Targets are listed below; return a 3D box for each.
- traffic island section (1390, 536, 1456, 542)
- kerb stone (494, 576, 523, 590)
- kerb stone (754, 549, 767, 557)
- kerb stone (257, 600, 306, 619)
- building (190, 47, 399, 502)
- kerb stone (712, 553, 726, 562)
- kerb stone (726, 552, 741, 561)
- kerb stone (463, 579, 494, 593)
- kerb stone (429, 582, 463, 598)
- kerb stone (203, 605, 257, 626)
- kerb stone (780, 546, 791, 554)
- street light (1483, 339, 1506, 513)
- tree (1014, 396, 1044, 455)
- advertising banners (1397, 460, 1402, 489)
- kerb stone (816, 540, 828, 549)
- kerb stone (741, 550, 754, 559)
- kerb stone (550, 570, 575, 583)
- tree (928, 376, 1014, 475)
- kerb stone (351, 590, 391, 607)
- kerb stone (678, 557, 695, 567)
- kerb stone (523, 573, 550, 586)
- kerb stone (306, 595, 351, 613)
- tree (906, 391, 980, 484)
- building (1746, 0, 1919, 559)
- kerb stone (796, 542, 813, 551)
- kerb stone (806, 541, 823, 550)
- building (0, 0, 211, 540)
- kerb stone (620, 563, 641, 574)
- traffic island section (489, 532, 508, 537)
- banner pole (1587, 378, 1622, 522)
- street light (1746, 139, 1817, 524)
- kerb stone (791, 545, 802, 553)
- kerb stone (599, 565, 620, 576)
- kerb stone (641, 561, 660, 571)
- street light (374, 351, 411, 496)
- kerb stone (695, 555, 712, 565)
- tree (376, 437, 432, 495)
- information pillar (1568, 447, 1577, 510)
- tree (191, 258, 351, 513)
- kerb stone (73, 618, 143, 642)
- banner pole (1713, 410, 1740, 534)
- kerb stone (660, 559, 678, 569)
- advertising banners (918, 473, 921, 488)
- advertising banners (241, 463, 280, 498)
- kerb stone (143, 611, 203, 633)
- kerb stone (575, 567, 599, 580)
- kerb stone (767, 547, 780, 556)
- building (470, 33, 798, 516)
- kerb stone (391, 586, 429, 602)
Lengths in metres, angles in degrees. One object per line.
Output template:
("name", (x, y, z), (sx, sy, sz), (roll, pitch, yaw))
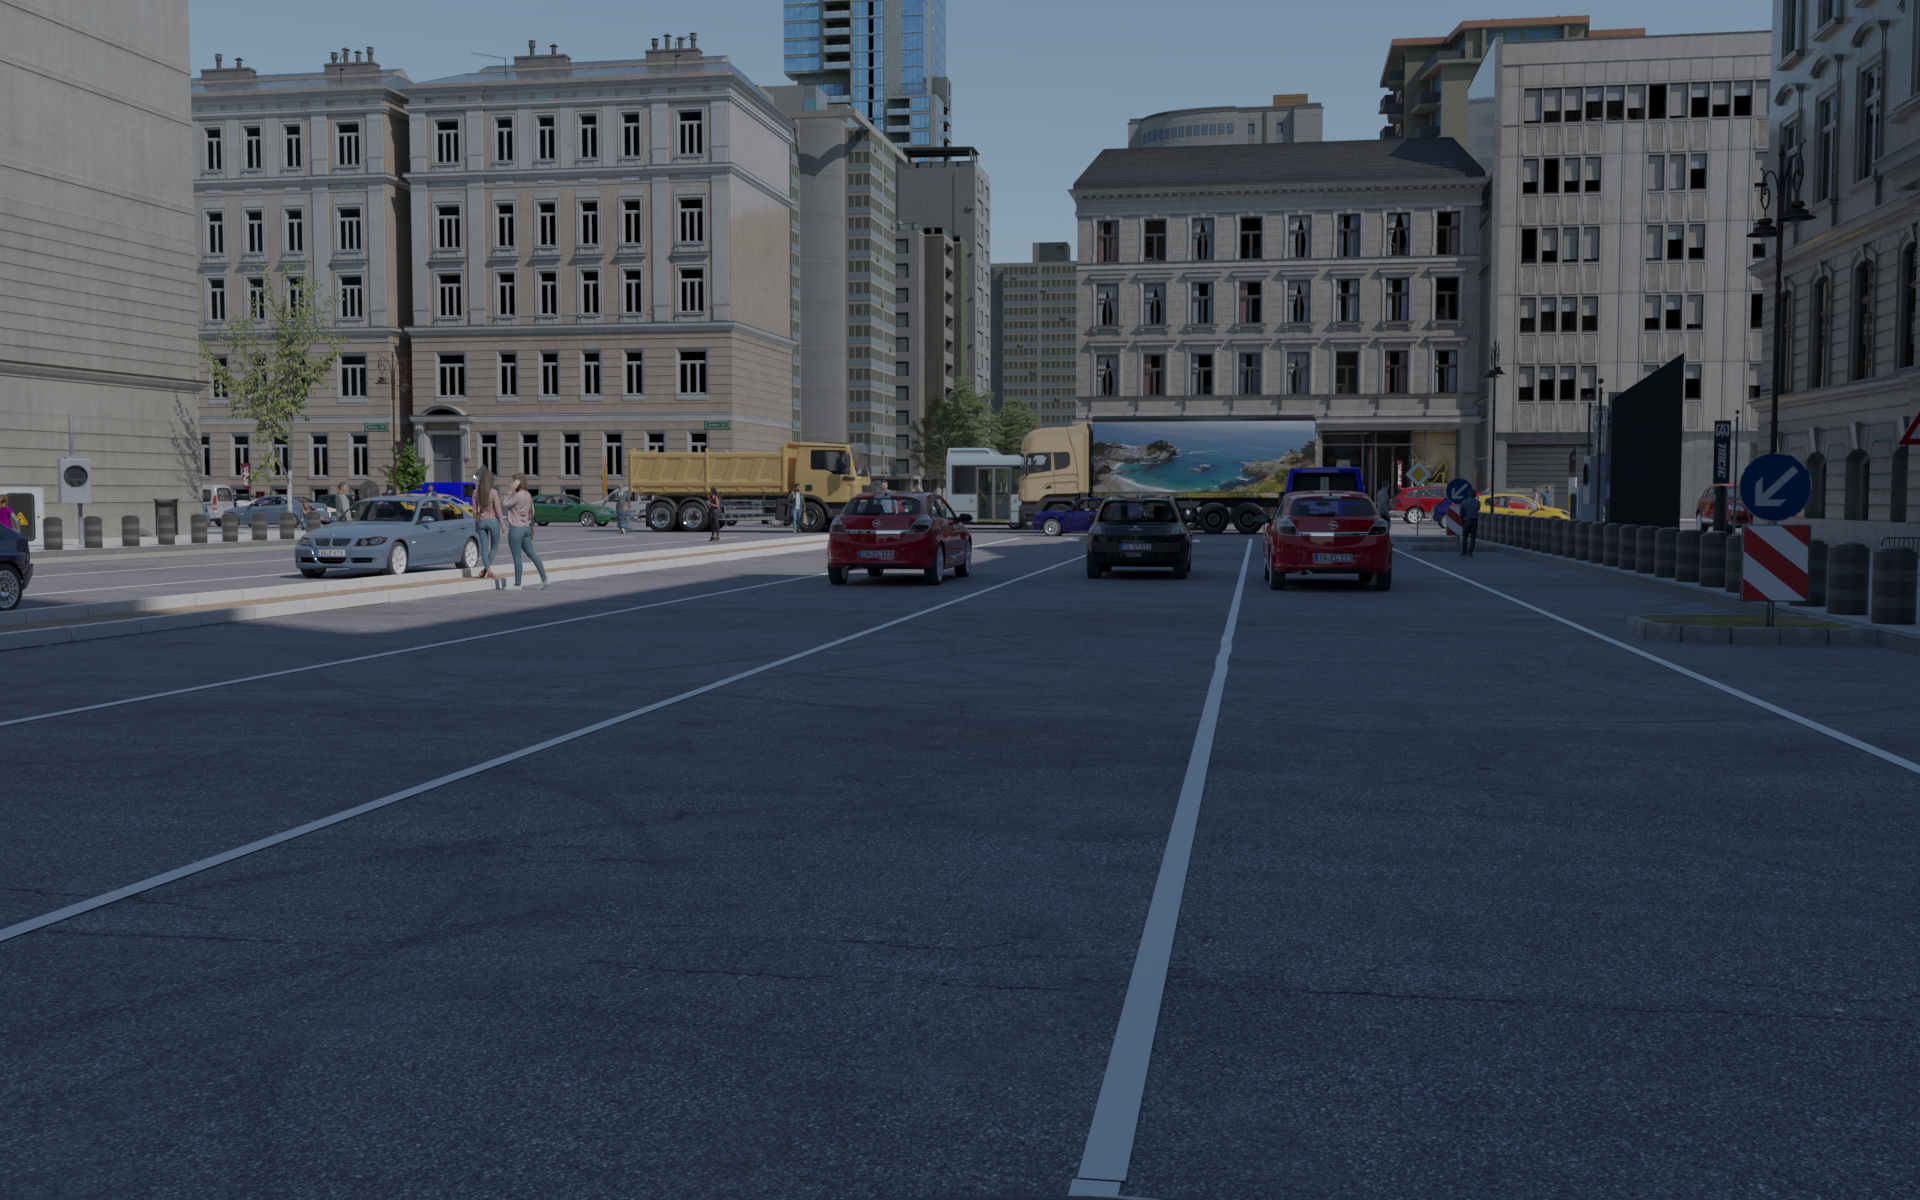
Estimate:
("traffic island section", (14.043, -1.884, 53.087), (2.009, 0.180, 2.903), (1, 4, 10))
("kerb stone", (-6.968, -0.255, 26.418), (0.120, 0.150, 1.000), (1, 4, 10))
("kerb stone", (-4.672, -1.062, 39.619), (0.120, 0.150, 1.000), (1, 4, 10))
("kerb stone", (-8.029, 0.117, 20.321), (0.120, 0.150, 1.000), (1, 4, 10))
("building", (-41.537, -19.688, 107.795), (20.117, 28.700, 13.634), (1, 4, 10))
("kerb stone", (-5.201, -0.874, 36.576), (0.120, 0.150, 1.000), (1, 4, 10))
("kerb stone", (-5.015, -0.939, 37.592), (0.120, 0.150, 1.000), (1, 4, 10))
("kerb stone", (-7.151, -0.196, 25.400), (0.120, 0.150, 1.000), (1, 4, 10))
("kerb stone", (-7.320, -0.133, 24.374), (0.120, 0.150, 1.000), (1, 4, 10))
("kerb stone", (-8.208, 0.177, 19.308), (0.120, 0.150, 1.000), (1, 4, 10))
("kerb stone", (-4.310, -1.190, 41.653), (0.120, 0.150, 1.000), (1, 4, 10))
("street light", (15.962, -4.834, 51.817), (0.468, 5.910, 1.993), (1, 4, 10))
("tree", (6.647, -17.238, 199.963), (7.486, 12.596, 7.792), (0, 3, 0))
("advertising banners", (23.271, -5.748, 90.159), (2.074, 3.025, 0.090), (-3, 5, -44))
("kerb stone", (-3.605, -1.436, 45.717), (0.120, 0.150, 1.000), (1, 4, 10))
("kerb stone", (-4.847, -1.002, 38.607), (0.120, 0.150, 1.000), (1, 4, 10))
("kerb stone", (-6.621, -0.383, 28.451), (0.120, 0.150, 1.000), (1, 4, 10))
("tree", (0.615, -15.205, 166.729), (7.486, 12.596, 7.792), (0, 3, 0))
("kerb stone", (-7.682, -0.009, 22.350), (0.120, 0.150, 1.000), (1, 4, 10))
("kerb stone", (-5.549, -0.755, 34.544), (0.120, 0.150, 1.000), (1, 4, 10))
("kerb stone", (-6.793, -0.317, 27.430), (0.120, 0.150, 1.000), (1, 4, 10))
("kerb stone", (-7.853, 0.053, 21.333), (0.120, 0.150, 1.000), (1, 4, 10))
("tree", (-1.394, -13.603, 156.828), (7.601, 10.594, 8.767), (1, 4, 9))
("building", (23.734, -12.828, 28.825), (14.460, 24.649, 34.723), (1, 4, 10))
("kerb stone", (-3.953, -1.315, 43.690), (0.120, 0.150, 1.000), (1, 4, 10))
("kerb stone", (-3.782, -1.373, 44.705), (0.120, 0.150, 1.000), (1, 4, 10))
("building", (-46.566, -16.744, 50.188), (44.131, 29.872, 17.030), (1, 4, 10))
("kerb stone", (-6.082, -0.563, 31.486), (0.120, 0.150, 1.000), (1, 4, 10))
("traffic island section", (-16.046, -2.204, 58.313), (2.009, 0.180, 2.903), (1, 4, 10))
("banner pole", (14.033, -2.897, 37.383), (0.863, 3.779, 0.401), (1, 4, 18))
("street light", (10.855, -3.073, 23.039), (0.468, 5.910, 1.993), (1, 4, 10))
("kerb stone", (-4.137, -1.253, 42.679), (0.120, 0.150, 1.000), (1, 4, 10))
("kerb stone", (-6.264, -0.506, 30.475), (0.120, 0.150, 1.000), (1, 4, 10))
("kerb stone", (-5.908, -0.630, 32.498), (0.120, 0.150, 1.000), (1, 4, 10))
("street light", (-18.377, -5.105, 56.256), (0.468, 5.910, 1.993), (1, 4, 10))
("kerb stone", (-5.364, -0.817, 35.561), (0.120, 0.150, 1.000), (1, 4, 10))
("tree", (-18.807, -3.955, 59.260), (1.663, 3.219, 1.824), (0, 3, 0))
("information pillar", (30.274, -5.761, 85.551), (0.183, 3.616, 0.504), (-1, 4, -23))
("tree", (-21.005, -6.306, 53.467), (4.737, 8.622, 4.395), (0, 3, 0))
("kerb stone", (-8.558, 0.304, 17.283), (0.120, 0.150, 1.000), (1, 4, 10))
("banner pole", (22.876, -3.768, 51.631), (0.863, 3.779, 0.401), (2, 4, 32))
("kerb stone", (-5.732, -0.687, 33.519), (0.120, 0.150, 1.000), (1, 4, 10))
("advertising banners", (-3.148, -9.179, 146.268), (0.090, 3.025, 2.074), (1, 4, 20))
("advertising banners", (-39.490, -6.214, 97.793), (2.074, 3.025, 0.090), (-1, 4, -10))
("kerb stone", (-8.380, 0.239, 18.295), (0.120, 0.150, 1.000), (1, 4, 10))
("kerb stone", (-6.435, -0.444, 29.462), (0.120, 0.150, 1.000), (1, 4, 10))
("kerb stone", (-4.488, -1.128, 40.637), (0.120, 0.150, 1.000), (1, 4, 10))
("building", (-21.239, -19.490, 104.565), (20.117, 28.700, 13.634), (1, 4, 10))
("kerb stone", (-7.493, -0.071, 23.360), (0.120, 0.150, 1.000), (1, 4, 10))
